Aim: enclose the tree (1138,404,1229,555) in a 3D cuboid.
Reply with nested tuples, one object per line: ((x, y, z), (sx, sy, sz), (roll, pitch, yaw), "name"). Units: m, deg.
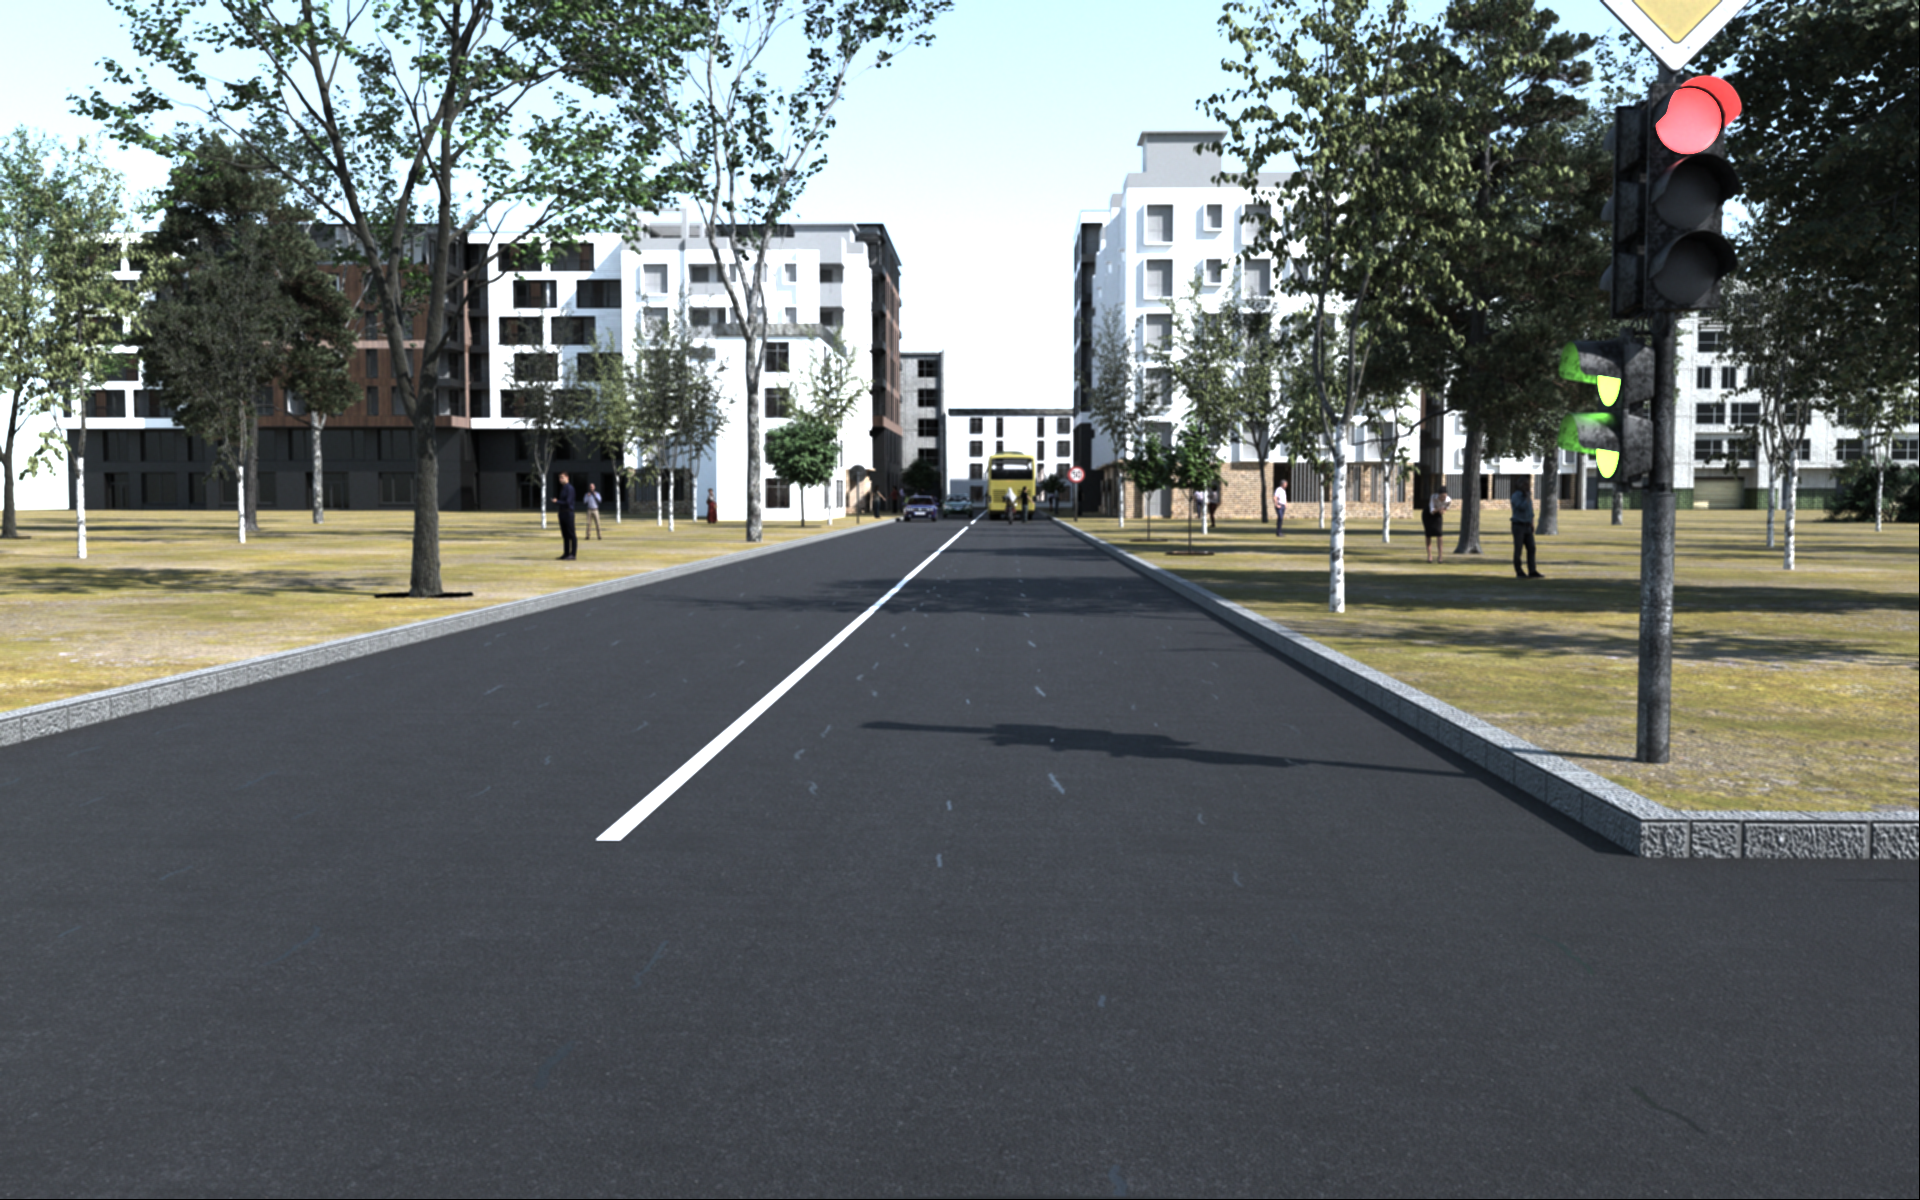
((4.982, -2.572, 36.659), (1.663, 3.219, 1.824), (0, 3, 0), "tree")

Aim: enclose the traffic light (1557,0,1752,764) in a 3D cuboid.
((3.305, -1.159, 8.196), (0.839, 4.213, 0.868), (0, 4, 1), "traffic light")

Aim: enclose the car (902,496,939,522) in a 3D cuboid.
((-2.067, -4.822, 91.420), (1.945, 1.354, 3.894), (0, 4, 0), "car")

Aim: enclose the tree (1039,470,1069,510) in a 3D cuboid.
((7.793, -8.966, 141.193), (1.663, 3.219, 1.824), (0, 3, 0), "tree")

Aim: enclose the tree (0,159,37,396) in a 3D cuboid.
((-25.159, -7.365, 38.537), (7.486, 12.596, 7.792), (0, 3, 0), "tree")

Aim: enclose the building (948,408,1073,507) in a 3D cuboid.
((12.972, -14.145, 173.417), (28.070, 9.664, 9.099), (0, 4, 1), "building")

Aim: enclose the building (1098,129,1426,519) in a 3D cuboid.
((16.145, -14.636, 95.711), (16.016, 20.091, 11.380), (0, 4, 1), "building")

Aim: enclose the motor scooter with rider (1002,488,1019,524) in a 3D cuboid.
((2.429, -4.487, 82.322), (0.876, 1.779, 1.986), (0, 4, 2), "motor scooter with rider")

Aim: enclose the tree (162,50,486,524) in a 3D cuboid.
((-27.006, -13.338, 73.973), (12.611, 20.169, 13.585), (0, 3, 0), "tree")

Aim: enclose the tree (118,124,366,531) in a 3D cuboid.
((-24.519, -9.333, 60.016), (7.806, 13.903, 7.818), (0, 3, 0), "tree")

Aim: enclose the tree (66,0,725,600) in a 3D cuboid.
((-6.727, -5.832, 21.103), (9.928, 11.665, 9.643), (0, 3, 0), "tree")

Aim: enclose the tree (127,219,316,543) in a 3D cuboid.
((-19.266, -5.824, 45.579), (4.360, 8.622, 3.978), (0, 3, 0), "tree")

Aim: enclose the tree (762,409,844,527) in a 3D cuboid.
((-6.053, -5.109, 67.245), (4.285, 4.588, 4.351), (0, 3, 0), "tree")

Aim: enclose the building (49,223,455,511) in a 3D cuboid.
((-54.364, -18.418, 145.115), (32.646, 21.610, 27.936), (0, 4, 1), "building")

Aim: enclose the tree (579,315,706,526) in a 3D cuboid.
((-12.511, -7.344, 70.433), (4.737, 8.622, 4.395), (0, 3, 0), "tree")

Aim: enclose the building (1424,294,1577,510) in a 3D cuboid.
((45.169, -17.906, 149.176), (11.380, 20.091, 16.016), (0, 4, 1), "building")

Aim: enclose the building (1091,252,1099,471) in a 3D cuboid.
((16.563, -15.373, 107.761), (16.016, 20.091, 11.380), (0, 4, 1), "building")

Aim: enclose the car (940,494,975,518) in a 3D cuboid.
((-0.137, -5.752, 105.843), (2.131, 1.459, 4.920), (0, 3, 0), "car")

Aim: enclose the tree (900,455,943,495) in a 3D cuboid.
((-3.071, -9.589, 140.492), (4.285, 4.588, 4.351), (0, 3, 0), "tree")

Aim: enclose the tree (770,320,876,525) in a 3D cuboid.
((-5.714, -7.472, 72.523), (4.737, 8.622, 4.395), (0, 3, 0), "tree")

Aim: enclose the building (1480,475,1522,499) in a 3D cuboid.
((43.767, -20.679, 182.072), (32.646, 21.610, 27.936), (0, 4, 1), "building")

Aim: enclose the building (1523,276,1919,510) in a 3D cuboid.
((66.586, -17.240, 148.335), (31.486, 18.905, 16.747), (0, 4, 1), "building")

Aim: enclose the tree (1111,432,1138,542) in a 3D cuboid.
((5.197, -3.194, 46.824), (1.663, 3.219, 1.824), (0, 3, 0), "tree")

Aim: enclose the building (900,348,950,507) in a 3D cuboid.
((-17.032, -19.077, 178.359), (31.486, 18.905, 16.747), (0, 4, 1), "building")

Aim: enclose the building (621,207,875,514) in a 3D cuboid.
((-13.975, -16.049, 118.815), (16.016, 20.091, 11.380), (0, 4, 1), "building")

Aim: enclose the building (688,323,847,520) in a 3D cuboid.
((-10.981, -9.603, 99.151), (9.099, 9.664, 28.070), (0, 4, 1), "building")

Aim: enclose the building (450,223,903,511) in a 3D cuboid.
((-21.704, -18.425, 145.222), (32.646, 21.610, 27.936), (0, 4, 1), "building")

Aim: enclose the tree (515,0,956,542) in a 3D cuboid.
((-6.984, -11.612, 45.749), (12.611, 20.169, 13.585), (0, 3, 0), "tree")

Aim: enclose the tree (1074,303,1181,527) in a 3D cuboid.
((6.255, -7.092, 66.315), (4.360, 8.622, 3.978), (0, 3, 0), "tree")

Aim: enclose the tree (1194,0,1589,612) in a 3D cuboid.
((4.301, -4.181, 18.728), (4.737, 8.622, 4.395), (0, 3, 0), "tree")

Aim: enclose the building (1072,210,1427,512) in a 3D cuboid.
((23.063, -18.161, 140.903), (27.936, 21.610, 32.646), (0, 4, 1), "building")

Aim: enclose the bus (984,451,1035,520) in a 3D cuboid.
((2.843, -6.562, 98.838), (2.896, 3.916, 12.252), (0, 4, 1), "bus")
